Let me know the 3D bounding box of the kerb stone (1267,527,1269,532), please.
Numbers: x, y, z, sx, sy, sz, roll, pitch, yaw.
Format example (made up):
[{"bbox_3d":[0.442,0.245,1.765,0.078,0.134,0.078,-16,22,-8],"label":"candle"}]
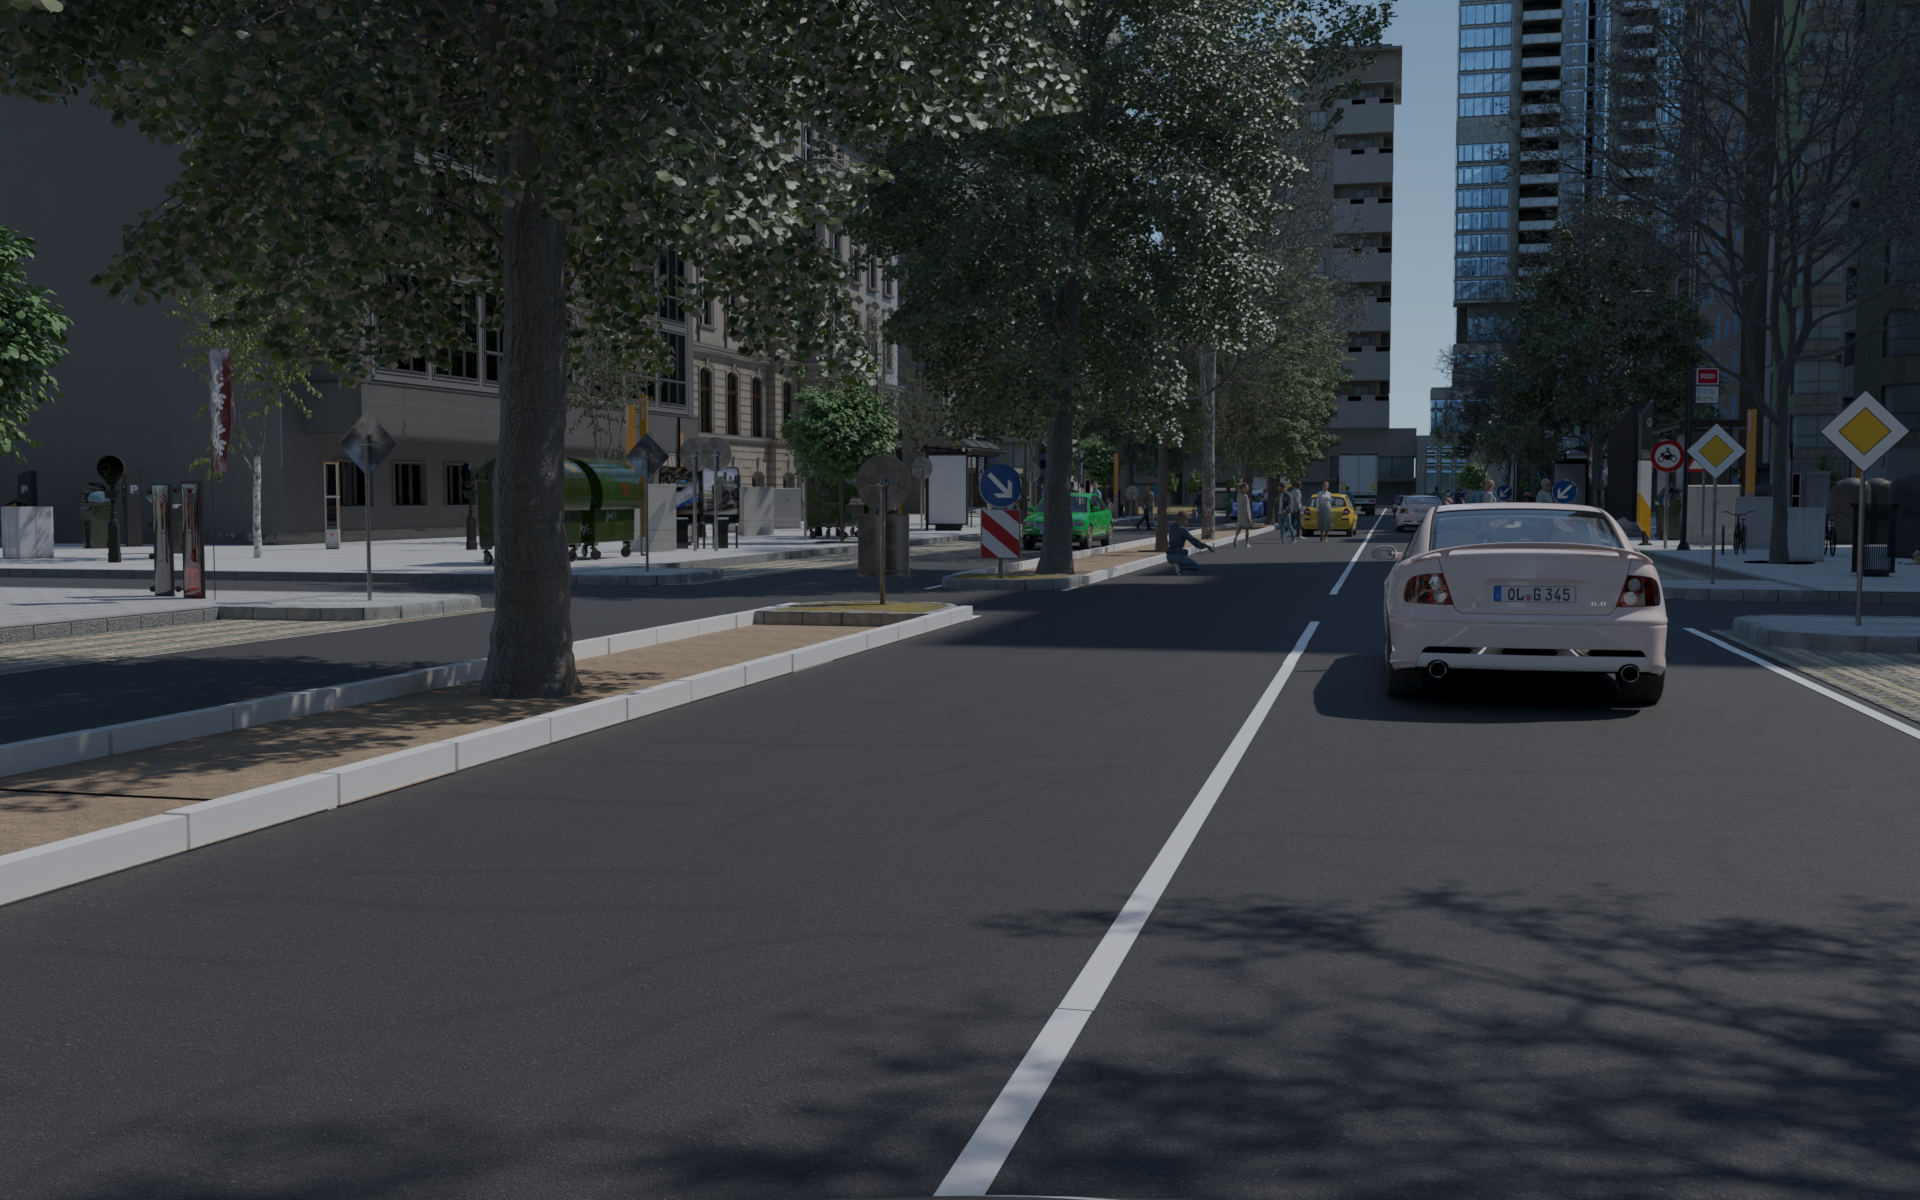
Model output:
[{"bbox_3d":[11.331,-2.595,64.634,0.120,0.150,1.000,1,4,14],"label":"kerb stone"}]

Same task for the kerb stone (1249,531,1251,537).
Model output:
[{"bbox_3d":[9.345,-2.109,56.674,0.120,0.150,1.000,1,4,14],"label":"kerb stone"}]

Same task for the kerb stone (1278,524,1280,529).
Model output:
[{"bbox_3d":[12.835,-2.960,70.626,0.120,0.150,1.000,1,4,14],"label":"kerb stone"}]

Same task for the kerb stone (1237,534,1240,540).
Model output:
[{"bbox_3d":[8.337,-1.864,52.709,0.120,0.150,1.000,1,4,14],"label":"kerb stone"}]

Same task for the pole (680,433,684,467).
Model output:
[{"bbox_3d":[-9.338,-3.921,57.946,0.158,3.312,0.155,0,3,0],"label":"pole"}]

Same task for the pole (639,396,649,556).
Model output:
[{"bbox_3d":[-6.563,-2.576,35.959,0.158,3.312,0.155,0,3,0],"label":"pole"}]

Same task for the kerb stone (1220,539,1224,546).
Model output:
[{"bbox_3d":[7.095,-1.562,47.737,0.120,0.150,1.000,1,4,14],"label":"kerb stone"}]

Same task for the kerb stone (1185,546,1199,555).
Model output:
[{"bbox_3d":[5.592,-1.197,41.771,0.120,0.150,1.000,1,4,14],"label":"kerb stone"}]

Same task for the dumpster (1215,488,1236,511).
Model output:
[{"bbox_3d":[18.727,-7.043,123.360,1.865,1.857,1.264,1,4,14],"label":"dumpster"}]

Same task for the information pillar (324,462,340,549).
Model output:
[{"bbox_3d":[-14.590,-2.187,40.244,0.304,2.012,0.304,-1,4,-14],"label":"information pillar"}]

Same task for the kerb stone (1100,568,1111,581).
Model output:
[{"bbox_3d":[2.341,-0.407,28.845,0.120,0.150,1.000,1,4,14],"label":"kerb stone"}]

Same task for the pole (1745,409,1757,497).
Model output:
[{"bbox_3d":[19.049,-2.930,41.753,0.158,3.312,0.155,0,3,0],"label":"pole"}]

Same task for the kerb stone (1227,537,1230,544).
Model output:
[{"bbox_3d":[7.586,-1.680,49.723,0.120,0.150,1.000,1,4,14],"label":"kerb stone"}]

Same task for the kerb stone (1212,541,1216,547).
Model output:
[{"bbox_3d":[6.596,-1.440,45.747,0.120,0.150,1.000,1,4,14],"label":"kerb stone"}]

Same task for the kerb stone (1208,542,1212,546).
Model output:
[{"bbox_3d":[6.343,-1.380,44.754,0.120,0.150,1.000,1,4,14],"label":"kerb stone"}]

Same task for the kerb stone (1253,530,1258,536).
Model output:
[{"bbox_3d":[10.090,-2.291,59.658,0.120,0.150,1.000,1,4,14],"label":"kerb stone"}]

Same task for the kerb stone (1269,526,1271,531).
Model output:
[{"bbox_3d":[11.588,-2.653,65.632,0.120,0.150,1.000,1,4,14],"label":"kerb stone"}]

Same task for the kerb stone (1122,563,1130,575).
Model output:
[{"bbox_3d":[2.842,-0.525,30.835,0.120,0.150,1.000,1,4,14],"label":"kerb stone"}]

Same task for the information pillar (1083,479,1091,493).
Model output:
[{"bbox_3d":[6.330,-5.009,86.387,0.304,2.012,0.304,-1,4,-10],"label":"information pillar"}]

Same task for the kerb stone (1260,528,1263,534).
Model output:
[{"bbox_3d":[10.587,-2.414,61.659,0.120,0.150,1.000,1,4,14],"label":"kerb stone"}]

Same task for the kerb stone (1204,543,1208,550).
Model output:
[{"bbox_3d":[6.087,-1.319,43.755,0.120,0.150,1.000,1,4,14],"label":"kerb stone"}]

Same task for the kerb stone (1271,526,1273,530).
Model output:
[{"bbox_3d":[11.836,-2.718,66.633,0.120,0.150,1.000,1,4,14],"label":"kerb stone"}]

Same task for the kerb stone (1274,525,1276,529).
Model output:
[{"bbox_3d":[12.346,-2.839,68.632,0.120,0.150,1.000,1,4,14],"label":"kerb stone"}]

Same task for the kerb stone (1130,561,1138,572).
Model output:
[{"bbox_3d":[3.095,-0.589,31.825,0.120,0.150,1.000,1,4,14],"label":"kerb stone"}]

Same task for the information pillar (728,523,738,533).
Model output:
[{"bbox_3d":[-7.510,-3.231,57.317,0.304,2.012,0.304,1,4,8],"label":"information pillar"}]

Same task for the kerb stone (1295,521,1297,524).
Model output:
[{"bbox_3d":[17.086,-3.990,87.536,0.120,0.150,1.000,1,4,14],"label":"kerb stone"}]

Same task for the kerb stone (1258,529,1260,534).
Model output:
[{"bbox_3d":[10.339,-2.349,60.667,0.120,0.150,1.000,1,4,14],"label":"kerb stone"}]

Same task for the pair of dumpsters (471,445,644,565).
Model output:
[{"bbox_3d":[-7.656,-1.877,33.176,1.574,2.255,4.437,1,4,14],"label":"pair of dumpsters"}]

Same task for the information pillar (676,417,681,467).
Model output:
[{"bbox_3d":[-8.588,-3.760,52.826,0.183,3.616,0.504,-1,4,-17],"label":"information pillar"}]

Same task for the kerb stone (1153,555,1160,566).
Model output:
[{"bbox_3d":[3.847,-0.770,34.809,0.120,0.150,1.000,1,4,14],"label":"kerb stone"}]

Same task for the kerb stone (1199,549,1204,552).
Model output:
[{"bbox_3d":[5.840,-1.258,42.763,0.120,0.150,1.000,1,4,14],"label":"kerb stone"}]

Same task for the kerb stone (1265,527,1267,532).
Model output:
[{"bbox_3d":[11.085,-2.535,63.642,0.120,0.150,1.000,1,4,14],"label":"kerb stone"}]

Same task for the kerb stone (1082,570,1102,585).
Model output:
[{"bbox_3d":[2.099,-0.341,27.852,0.120,0.150,1.000,1,4,14],"label":"kerb stone"}]

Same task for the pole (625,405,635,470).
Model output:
[{"bbox_3d":[-7.565,-2.809,39.778,0.158,3.312,0.155,0,3,0],"label":"pole"}]

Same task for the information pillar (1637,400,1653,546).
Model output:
[{"bbox_3d":[17.053,-3.166,43.112,0.504,3.616,0.183,-3,4,-36],"label":"information pillar"}]

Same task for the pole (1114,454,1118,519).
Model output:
[{"bbox_3d":[7.868,-5.721,87.376,0.158,3.312,0.155,0,3,0],"label":"pole"}]

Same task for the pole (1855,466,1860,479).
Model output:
[{"bbox_3d":[29.737,-3.883,57.337,0.158,3.312,0.155,0,3,0],"label":"pole"}]

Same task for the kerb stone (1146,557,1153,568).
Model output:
[{"bbox_3d":[3.588,-0.710,33.815,0.120,0.150,1.000,1,4,14],"label":"kerb stone"}]

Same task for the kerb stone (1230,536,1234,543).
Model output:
[{"bbox_3d":[7.841,-1.744,50.715,0.120,0.150,1.000,1,4,14],"label":"kerb stone"}]

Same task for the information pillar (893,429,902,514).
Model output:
[{"bbox_3d":[-2.239,-4.335,62.227,0.183,3.616,0.504,3,4,38],"label":"information pillar"}]

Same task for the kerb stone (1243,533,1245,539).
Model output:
[{"bbox_3d":[8.843,-1.987,54.690,0.120,0.150,1.000,1,4,14],"label":"kerb stone"}]

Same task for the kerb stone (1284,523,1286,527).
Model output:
[{"bbox_3d":[13.839,-3.205,74.604,0.120,0.150,1.000,1,4,14],"label":"kerb stone"}]

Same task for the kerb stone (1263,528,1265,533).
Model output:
[{"bbox_3d":[10.839,-2.474,62.649,0.120,0.150,1.000,1,4,14],"label":"kerb stone"}]

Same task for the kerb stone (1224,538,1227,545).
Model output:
[{"bbox_3d":[7.343,-1.623,48.730,0.120,0.150,1.000,1,4,14],"label":"kerb stone"}]

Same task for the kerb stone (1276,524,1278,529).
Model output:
[{"bbox_3d":[12.588,-2.899,69.634,0.120,0.150,1.000,1,4,14],"label":"kerb stone"}]

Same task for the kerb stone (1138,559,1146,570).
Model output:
[{"bbox_3d":[3.346,-0.650,32.822,0.120,0.150,1.000,1,4,14],"label":"kerb stone"}]

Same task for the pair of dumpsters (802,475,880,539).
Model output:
[{"bbox_3d":[-3.322,-2.985,51.298,1.574,2.255,4.437,1,4,14],"label":"pair of dumpsters"}]

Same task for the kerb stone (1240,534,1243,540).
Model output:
[{"bbox_3d":[8.586,-1.925,53.701,0.120,0.150,1.000,1,4,14],"label":"kerb stone"}]

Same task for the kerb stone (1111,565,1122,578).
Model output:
[{"bbox_3d":[2.603,-0.467,29.834,0.120,0.150,1.000,1,4,14],"label":"kerb stone"}]

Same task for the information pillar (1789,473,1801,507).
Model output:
[{"bbox_3d":[29.212,-3.432,60.601,0.304,2.012,0.304,1,4,15],"label":"information pillar"}]

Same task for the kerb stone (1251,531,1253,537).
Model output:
[{"bbox_3d":[9.586,-2.166,57.667,0.120,0.150,1.000,1,4,14],"label":"kerb stone"}]

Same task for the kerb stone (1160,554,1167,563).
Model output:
[{"bbox_3d":[4.092,-0.830,35.803,0.120,0.150,1.000,1,4,14],"label":"kerb stone"}]

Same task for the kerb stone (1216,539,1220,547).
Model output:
[{"bbox_3d":[6.839,-1.501,46.741,0.120,0.150,1.000,1,4,14],"label":"kerb stone"}]
